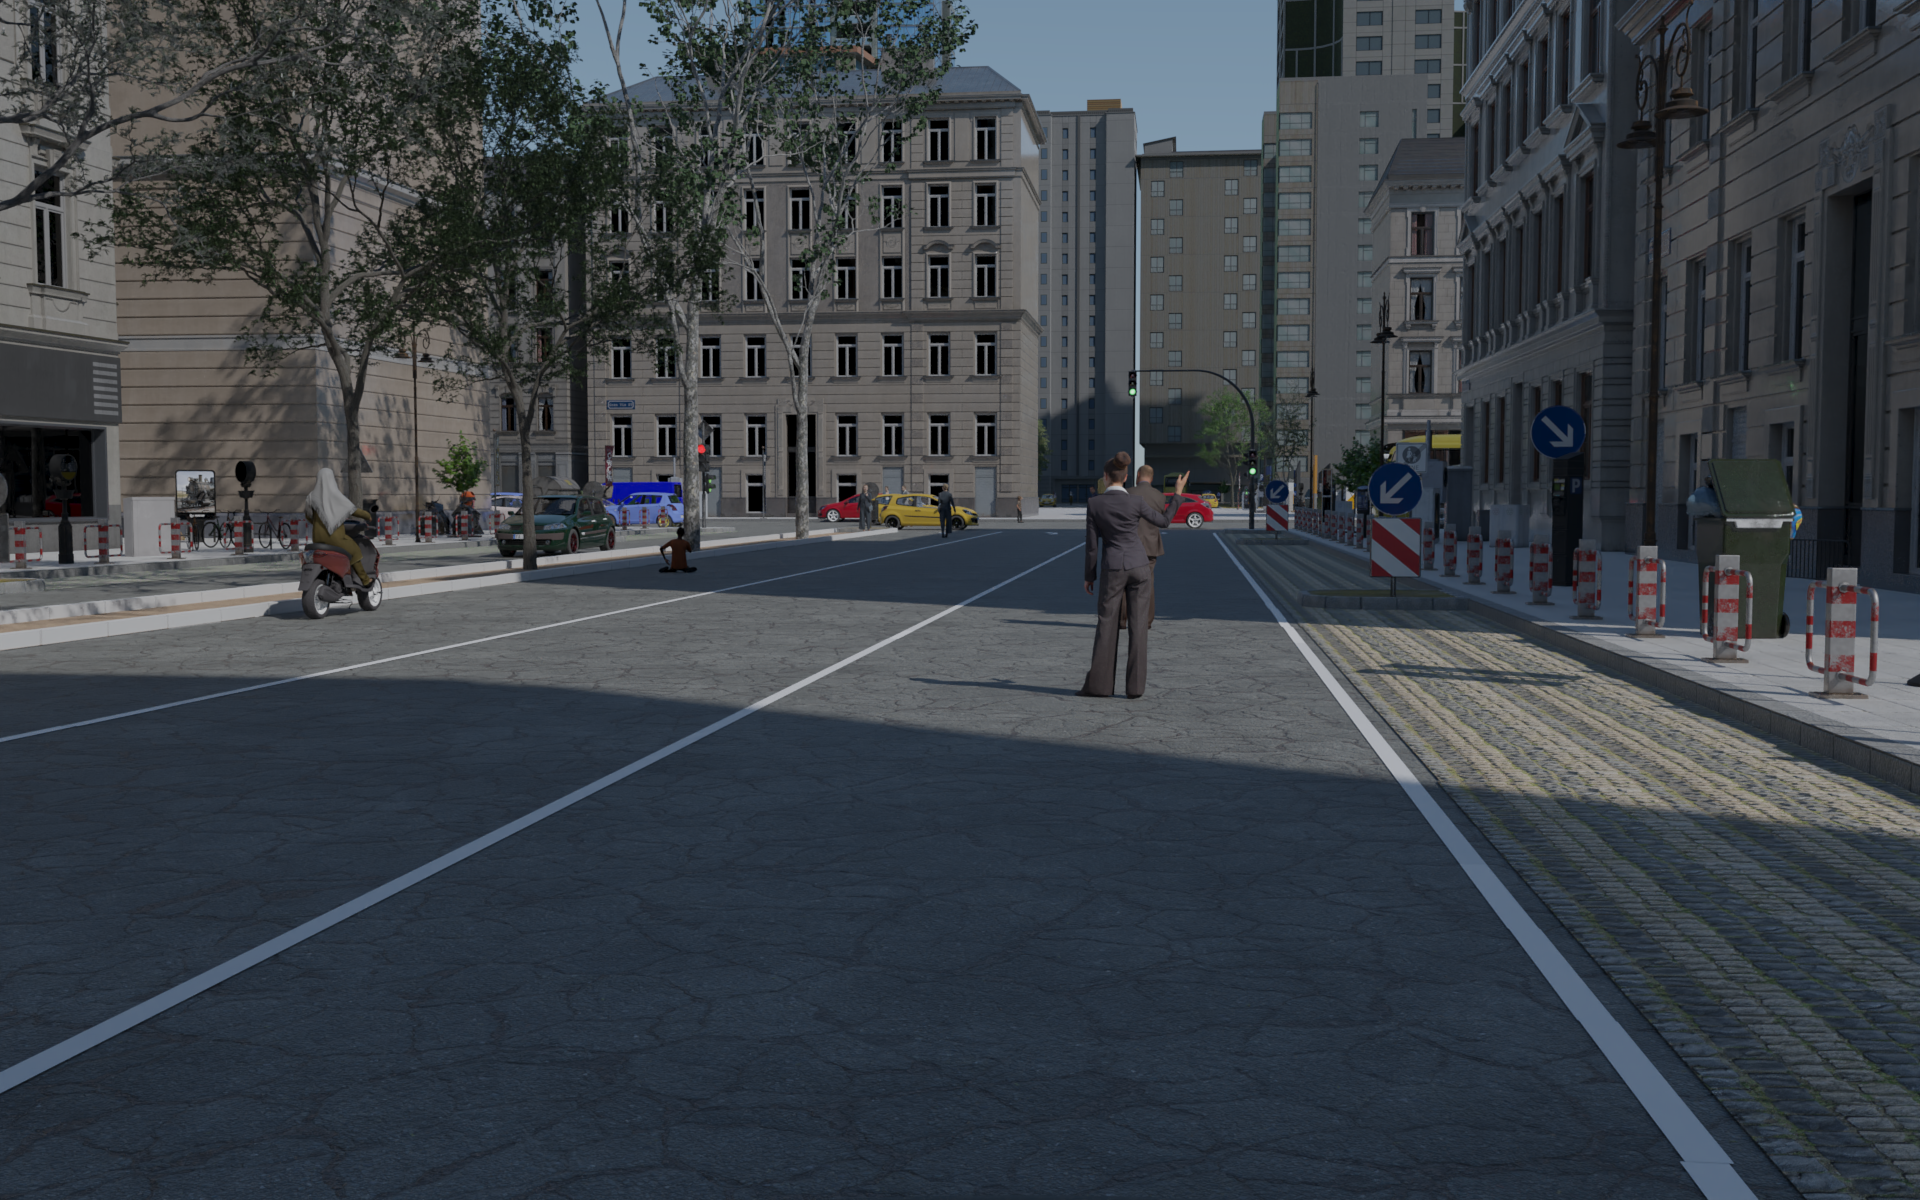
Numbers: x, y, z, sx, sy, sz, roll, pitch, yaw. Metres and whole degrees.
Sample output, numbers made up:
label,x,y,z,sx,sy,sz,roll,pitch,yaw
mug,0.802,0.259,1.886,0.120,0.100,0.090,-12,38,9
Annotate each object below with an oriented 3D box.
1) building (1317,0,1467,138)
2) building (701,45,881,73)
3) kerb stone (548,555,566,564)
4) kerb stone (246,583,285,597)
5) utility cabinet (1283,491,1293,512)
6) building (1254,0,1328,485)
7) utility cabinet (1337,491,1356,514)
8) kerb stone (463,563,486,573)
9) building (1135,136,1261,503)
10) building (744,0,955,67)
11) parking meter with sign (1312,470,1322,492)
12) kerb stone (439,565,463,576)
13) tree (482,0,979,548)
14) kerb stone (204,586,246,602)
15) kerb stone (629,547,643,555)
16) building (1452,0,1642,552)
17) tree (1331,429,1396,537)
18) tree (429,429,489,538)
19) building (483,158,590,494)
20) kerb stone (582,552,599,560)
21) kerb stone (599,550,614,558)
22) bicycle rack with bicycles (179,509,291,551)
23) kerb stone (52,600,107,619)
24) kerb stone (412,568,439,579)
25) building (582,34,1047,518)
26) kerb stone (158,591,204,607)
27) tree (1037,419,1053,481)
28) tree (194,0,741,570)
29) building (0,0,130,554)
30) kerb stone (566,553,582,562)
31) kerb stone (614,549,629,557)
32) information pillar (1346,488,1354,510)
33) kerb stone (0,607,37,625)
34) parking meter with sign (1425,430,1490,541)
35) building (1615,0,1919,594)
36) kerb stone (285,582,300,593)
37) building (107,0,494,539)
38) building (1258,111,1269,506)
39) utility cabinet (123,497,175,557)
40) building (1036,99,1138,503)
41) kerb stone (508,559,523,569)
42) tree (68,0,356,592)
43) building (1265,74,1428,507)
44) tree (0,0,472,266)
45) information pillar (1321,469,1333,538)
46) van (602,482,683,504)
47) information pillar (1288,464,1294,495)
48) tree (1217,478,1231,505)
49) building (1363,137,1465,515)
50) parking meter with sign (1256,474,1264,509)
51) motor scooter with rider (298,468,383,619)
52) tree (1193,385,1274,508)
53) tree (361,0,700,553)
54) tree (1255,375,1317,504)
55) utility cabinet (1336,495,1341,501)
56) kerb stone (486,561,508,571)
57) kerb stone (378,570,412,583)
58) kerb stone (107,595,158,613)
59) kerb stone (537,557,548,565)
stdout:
label,x,y,z,sx,sy,sz,roll,pitch,yaw
building,63.965,-49.950,254.937,20.611,71.187,20.563,0,4,7
building,-13.029,-31.696,172.854,22.147,44.769,28.867,0,4,7
kerb stone,-8.376,-0.815,35.519,0.120,0.150,1.000,0,4,7
kerb stone,-9.820,-0.128,24.293,0.120,0.150,1.000,0,4,7
utility cabinet,23.362,-7.003,123.183,0.318,1.500,1.173,-1,4,-9
building,45.633,-46.796,203.372,20.563,71.187,20.611,0,4,7
utility cabinet,24.744,-6.247,110.821,1.173,1.500,0.318,-1,4,-10
kerb stone,-8.907,-0.565,31.439,0.120,0.150,1.000,0,4,7
building,40.568,-41.155,262.121,27.495,52.752,28.713,0,4,7
building,-12.929,-54.870,209.797,31.000,86.520,22.319,0,4,7
parking meter with sign,26.409,-7.907,125.539,1.738,3.016,0.543,1,4,11
kerb stone,-9.035,-0.502,30.421,0.120,0.150,1.000,0,4,7
tree,-6.106,-12.053,55.410,12.611,20.169,13.585,0,3,0
kerb stone,-9.956,-0.060,23.275,0.120,0.150,1.000,0,4,7
kerb stone,-7.717,-1.124,40.620,0.120,0.150,1.000,0,4,7
building,20.401,-12.884,46.806,11.583,22.565,21.152,0,4,7
tree,12.395,-3.494,51.723,1.663,3.219,1.824,0,3,0
tree,-14.903,-3.478,51.474,1.663,3.219,1.824,0,3,0
building,-30.126,-15.473,102.137,18.267,20.994,9.793,0,4,7
kerb stone,-8.113,-0.939,37.559,0.120,0.150,1.000,0,4,7
kerb stone,-7.989,-1.000,38.582,0.120,0.150,1.000,0,4,7
bicycle rack with bicycles,-17.197,-1.646,40.295,2.852,0.926,2.925,-3,5,-42
kerb stone,-10.354,0.121,20.216,0.120,0.150,1.000,0,4,7
kerb stone,-9.164,-0.441,29.403,0.120,0.150,1.000,0,4,7
building,-7.998,-18.500,99.744,25.104,27.353,12.463,0,4,7
kerb stone,-10.087,-0.002,22.258,0.120,0.150,1.000,0,4,7
tree,8.086,-18.362,218.338,7.486,12.596,7.792,0,3,0
tree,-8.041,-5.861,32.695,8.767,10.594,7.601,0,4,7
building,-30.011,-15.018,21.954,17.030,29.872,44.131,0,4,7
kerb stone,-8.255,-0.878,36.544,0.120,0.150,1.000,0,4,7
kerb stone,-7.852,-1.064,39.598,0.120,0.150,1.000,0,4,7
information pillar,20.481,-6.089,90.907,0.504,3.616,0.183,-1,4,-8
kerb stone,-10.473,0.186,19.191,0.120,0.150,1.000,0,4,7
parking meter with sign,13.562,-3.107,47.058,1.738,3.016,0.543,0,4,6
building,18.215,-13.829,23.376,12.463,27.353,25.104,0,4,7
kerb stone,-9.698,-0.182,25.322,0.120,0.150,1.000,0,4,7
building,-27.177,-16.553,56.550,20.117,28.700,13.634,0,4,7
building,39.469,-30.813,187.382,14.154,41.232,14.086,0,4,7
utility cabinet,-16.756,-1.507,35.807,0.306,1.237,1.020,2,4,27
building,12.513,-44.071,262.553,28.212,58.520,21.231,0,4,7
kerb stone,-8.641,-0.690,33.481,0.120,0.150,1.000,0,4,7
tree,-8.613,-5.391,25.018,8.767,10.594,7.601,0,4,7
building,38.446,-29.932,172.977,14.154,41.232,14.086,0,4,7
tree,-9.858,-6.234,14.759,12.009,13.543,11.850,0,3,0
information pillar,10.671,-2.807,50.387,0.304,2.012,0.304,1,4,13
van,-16.644,-5.071,87.290,5.245,2.365,2.240,0,4,6
information pillar,23.909,-8.188,125.231,0.504,3.616,0.183,-2,4,-33
tree,31.200,-12.829,204.348,1.663,3.219,1.824,0,3,0
building,24.515,-14.970,95.665,40.483,20.767,10.553,0,4,7
parking meter with sign,25.689,-9.493,151.478,1.738,3.016,0.543,-1,4,-20
motor scooter with rider,-7.284,-0.702,20.450,0.876,1.779,1.986,0,4,5
tree,25.994,-14.608,164.589,9.928,11.665,9.643,0,3,0
tree,-7.638,-11.271,42.621,12.611,20.169,13.585,0,3,0
tree,20.318,-9.654,108.197,4.360,8.622,3.978,0,3,0
utility cabinet,24.253,-6.055,110.153,1.020,1.237,0.306,2,4,28
kerb stone,-8.770,-0.627,32.458,0.120,0.150,1.000,0,4,7
kerb stone,-9.294,-0.379,28.386,0.120,0.150,1.000,0,4,7
kerb stone,-10.217,0.059,21.231,0.120,0.150,1.000,0,4,7
kerb stone,-8.505,-0.747,34.497,0.120,0.150,1.000,0,4,7
